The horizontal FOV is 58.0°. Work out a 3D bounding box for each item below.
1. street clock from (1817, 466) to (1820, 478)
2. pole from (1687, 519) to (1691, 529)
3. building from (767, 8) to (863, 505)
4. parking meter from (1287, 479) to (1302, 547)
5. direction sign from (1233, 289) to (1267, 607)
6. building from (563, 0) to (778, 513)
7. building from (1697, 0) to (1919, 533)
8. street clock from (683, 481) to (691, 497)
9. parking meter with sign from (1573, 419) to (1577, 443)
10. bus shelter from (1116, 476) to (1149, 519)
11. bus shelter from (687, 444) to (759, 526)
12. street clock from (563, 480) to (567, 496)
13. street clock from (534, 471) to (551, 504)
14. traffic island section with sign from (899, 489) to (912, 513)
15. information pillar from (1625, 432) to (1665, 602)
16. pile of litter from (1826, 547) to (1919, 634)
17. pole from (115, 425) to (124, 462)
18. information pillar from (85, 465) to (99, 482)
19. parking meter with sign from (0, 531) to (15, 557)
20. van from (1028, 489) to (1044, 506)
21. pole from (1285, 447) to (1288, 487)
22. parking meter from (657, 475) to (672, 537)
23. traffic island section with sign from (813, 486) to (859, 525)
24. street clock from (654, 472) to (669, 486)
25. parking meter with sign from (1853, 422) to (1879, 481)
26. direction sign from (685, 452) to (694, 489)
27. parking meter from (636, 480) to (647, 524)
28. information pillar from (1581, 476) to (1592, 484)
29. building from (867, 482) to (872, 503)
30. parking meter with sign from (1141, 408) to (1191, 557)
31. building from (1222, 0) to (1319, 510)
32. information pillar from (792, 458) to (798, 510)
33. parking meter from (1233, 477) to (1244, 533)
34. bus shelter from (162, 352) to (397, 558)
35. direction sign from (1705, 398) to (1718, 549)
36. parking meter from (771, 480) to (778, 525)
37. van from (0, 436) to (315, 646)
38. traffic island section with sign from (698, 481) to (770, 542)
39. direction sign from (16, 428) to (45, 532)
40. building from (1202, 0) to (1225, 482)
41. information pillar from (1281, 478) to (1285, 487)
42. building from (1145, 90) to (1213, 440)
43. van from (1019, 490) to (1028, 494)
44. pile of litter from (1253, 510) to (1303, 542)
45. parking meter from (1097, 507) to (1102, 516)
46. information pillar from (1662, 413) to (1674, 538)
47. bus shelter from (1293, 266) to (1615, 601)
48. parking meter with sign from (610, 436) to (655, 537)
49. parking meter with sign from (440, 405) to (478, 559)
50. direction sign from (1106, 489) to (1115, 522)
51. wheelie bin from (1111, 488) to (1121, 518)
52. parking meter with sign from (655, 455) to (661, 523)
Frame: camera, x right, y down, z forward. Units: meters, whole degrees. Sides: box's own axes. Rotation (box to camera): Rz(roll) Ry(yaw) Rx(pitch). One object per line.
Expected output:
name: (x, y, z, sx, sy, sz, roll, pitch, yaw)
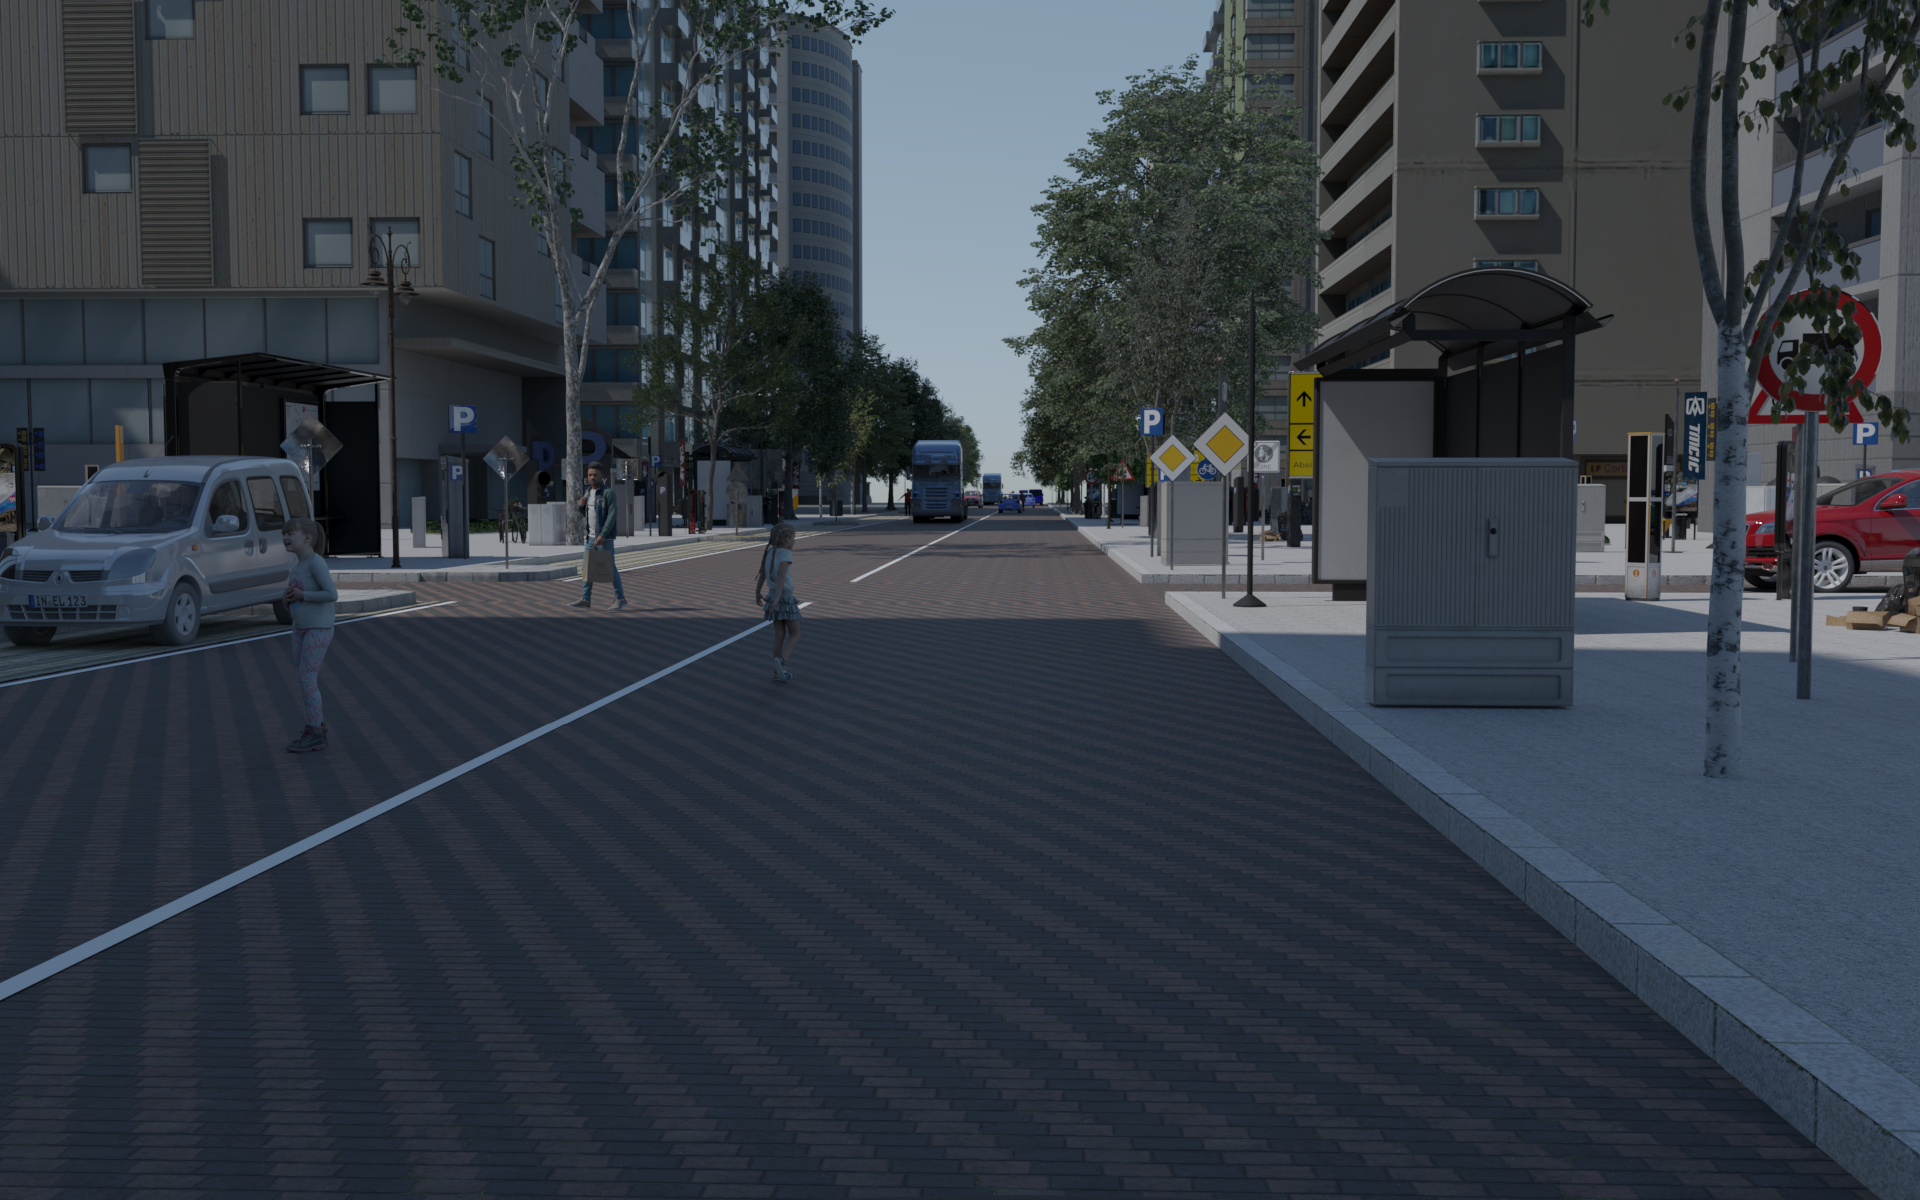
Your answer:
street clock: (21.425, -2.384, 43.556, 0.358, 2.002, 0.471, 1, 4, 13)
pole: (26.832, -4.279, 63.802, 0.158, 3.312, 0.155, 0, 3, 0)
building: (-23.856, -41.061, 213.350, 21.231, 58.520, 28.212, 0, 4, 2)
parking meter: (8.062, -2.206, 41.779, 0.255, 1.863, 0.399, 0, 4, -5)
direction sign: (3.306, -1.692, 19.657, 0.379, 3.537, 0.876, 1, 4, 10)
building: (-28.094, -32.487, 150.766, 23.786, 49.044, 30.456, 0, 4, 2)
building: (38.658, -30.931, 47.715, 28.212, 58.520, 21.231, 0, 4, 2)
street clock: (-14.733, -5.455, 93.765, 0.358, 2.002, 0.471, 2, 4, 30)
parking meter with sign: (13.526, -2.722, 40.763, 1.738, 3.016, 0.543, 2, 4, 31)
bus shelter: (8.545, -5.564, 84.890, 2.014, 3.302, 5.546, 0, 4, 2)
bus shelter: (-9.809, -4.779, 72.066, 2.014, 3.302, 5.546, 0, 4, 3)
street clock: (-14.943, -3.778, 66.339, 0.471, 2.002, 0.358, 2, 4, 32)
street clock: (-13.090, -3.044, 54.340, 0.471, 2.002, 0.358, -3, 5, -44)
traffic island section with sign: (-3.527, -7.374, 129.190, 1.989, 1.847, 2.006, 0, 4, 2)
information pillar: (8.214, -0.996, 20.784, 0.304, 2.012, 0.304, -3, 4, -36)
pile of litter: (8.945, -0.145, 16.329, 1.176, 0.858, 1.719, 0, 4, 2)
pole: (-24.950, -3.526, 51.493, 0.158, 3.312, 0.155, 0, 3, 0)
information pillar: (-21.910, -2.403, 43.776, 0.304, 2.012, 0.304, -2, 4, -30)
parking meter with sign: (-11.623, -1.417, 19.421, 1.738, 3.016, 0.543, -1, 4, -15)
van: (9.251, -12.800, 213.660, 2.240, 2.365, 5.245, 0, 4, 1)
pole: (14.062, -4.929, 74.428, 0.158, 3.312, 0.155, 0, 3, 0)
parking meter: (-8.924, -2.852, 52.336, 0.399, 1.863, 0.255, 2, 4, 23)
traffic island section with sign: (-5.662, -4.336, 79.521, 1.989, 1.847, 2.006, 0, 4, 2)
street clock: (-9.583, -3.130, 55.739, 0.471, 2.002, 0.358, -3, 5, -40)
parking meter with sign: (22.411, -2.848, 42.819, 0.543, 3.016, 1.738, 2, 4, 31)
direction sign: (-14.328, -6.138, 92.347, 0.876, 3.537, 0.379, 0, 4, 4)
parking meter: (-13.437, -4.122, 73.102, 0.399, 1.863, 0.255, -3, 4, -36)
information pillar: (25.095, -3.974, 69.466, 0.304, 2.012, 0.304, -1, 4, -19)
building: (-28.984, -33.541, 240.271, 32.217, 40.220, 23.993, 0, 4, 2)
parking meter with sign: (4.455, -2.420, 35.829, 0.543, 3.016, 1.738, 3, 5, 41)
building: (26.608, -27.314, 130.185, 14.154, 41.232, 14.086, 0, 4, 2)
information pillar: (-9.620, -6.652, 100.110, 0.504, 3.616, 0.183, -1, 4, -20)
parking meter: (9.302, -3.188, 57.838, 0.255, 1.863, 0.399, -1, 4, -11)
bus shelter: (-12.289, -2.478, 31.806, 1.731, 3.624, 6.357, 0, 4, 3)
direction sign: (17.730, -2.973, 40.610, 0.379, 3.537, 0.876, 0, 4, -5)
parking meter: (-7.576, -3.982, 70.818, 0.255, 1.863, 0.399, 0, 4, -5)
van: (-8.042, -0.647, 17.590, 2.013, 2.044, 4.112, 0, 4, 2)
traffic island section with sign: (-6.802, -2.689, 52.590, 1.989, 1.847, 2.006, 0, 4, 2)
direction sign: (-31.666, -4.104, 59.092, 0.876, 3.537, 0.379, 0, 4, -7)
building: (33.062, -32.561, 151.977, 23.786, 49.044, 30.456, 0, 4, 2)
information pillar: (14.982, -4.611, 79.885, 0.304, 2.012, 0.304, 3, 4, 36)
building: (38.198, -38.797, 223.566, 28.713, 52.752, 27.495, 0, 4, 2)
van: (9.549, -15.255, 253.797, 2.240, 2.365, 5.245, 0, 4, 4)
pile of litter: (8.651, -2.034, 47.228, 1.719, 0.858, 1.176, -2, 4, -24)
parking meter: (8.248, -5.776, 102.849, 0.372, 1.533, 0.369, 0, 3, 0)
information pillar: (20.565, -3.599, 50.197, 0.504, 3.616, 0.183, -2, 4, -33)
bus shelter: (4.894, -1.482, 18.162, 2.014, 3.302, 5.546, 0, 4, 3)
parking meter with sign: (-10.183, -3.422, 52.205, 1.738, 3.016, 0.543, -1, 4, -10)
parking meter with sign: (-10.116, -2.355, 34.759, 0.543, 3.016, 1.738, -2, 4, -27)
direction sign: (6.912, -5.349, 79.450, 0.379, 3.537, 0.876, 0, 4, -1)
wheelie bin: (8.296, -5.102, 91.325, 0.980, 1.594, 0.693, 2, 4, 30)
parking meter with sign: (-13.949, -4.970, 77.527, 0.543, 3.016, 1.738, -2, 4, -32)
